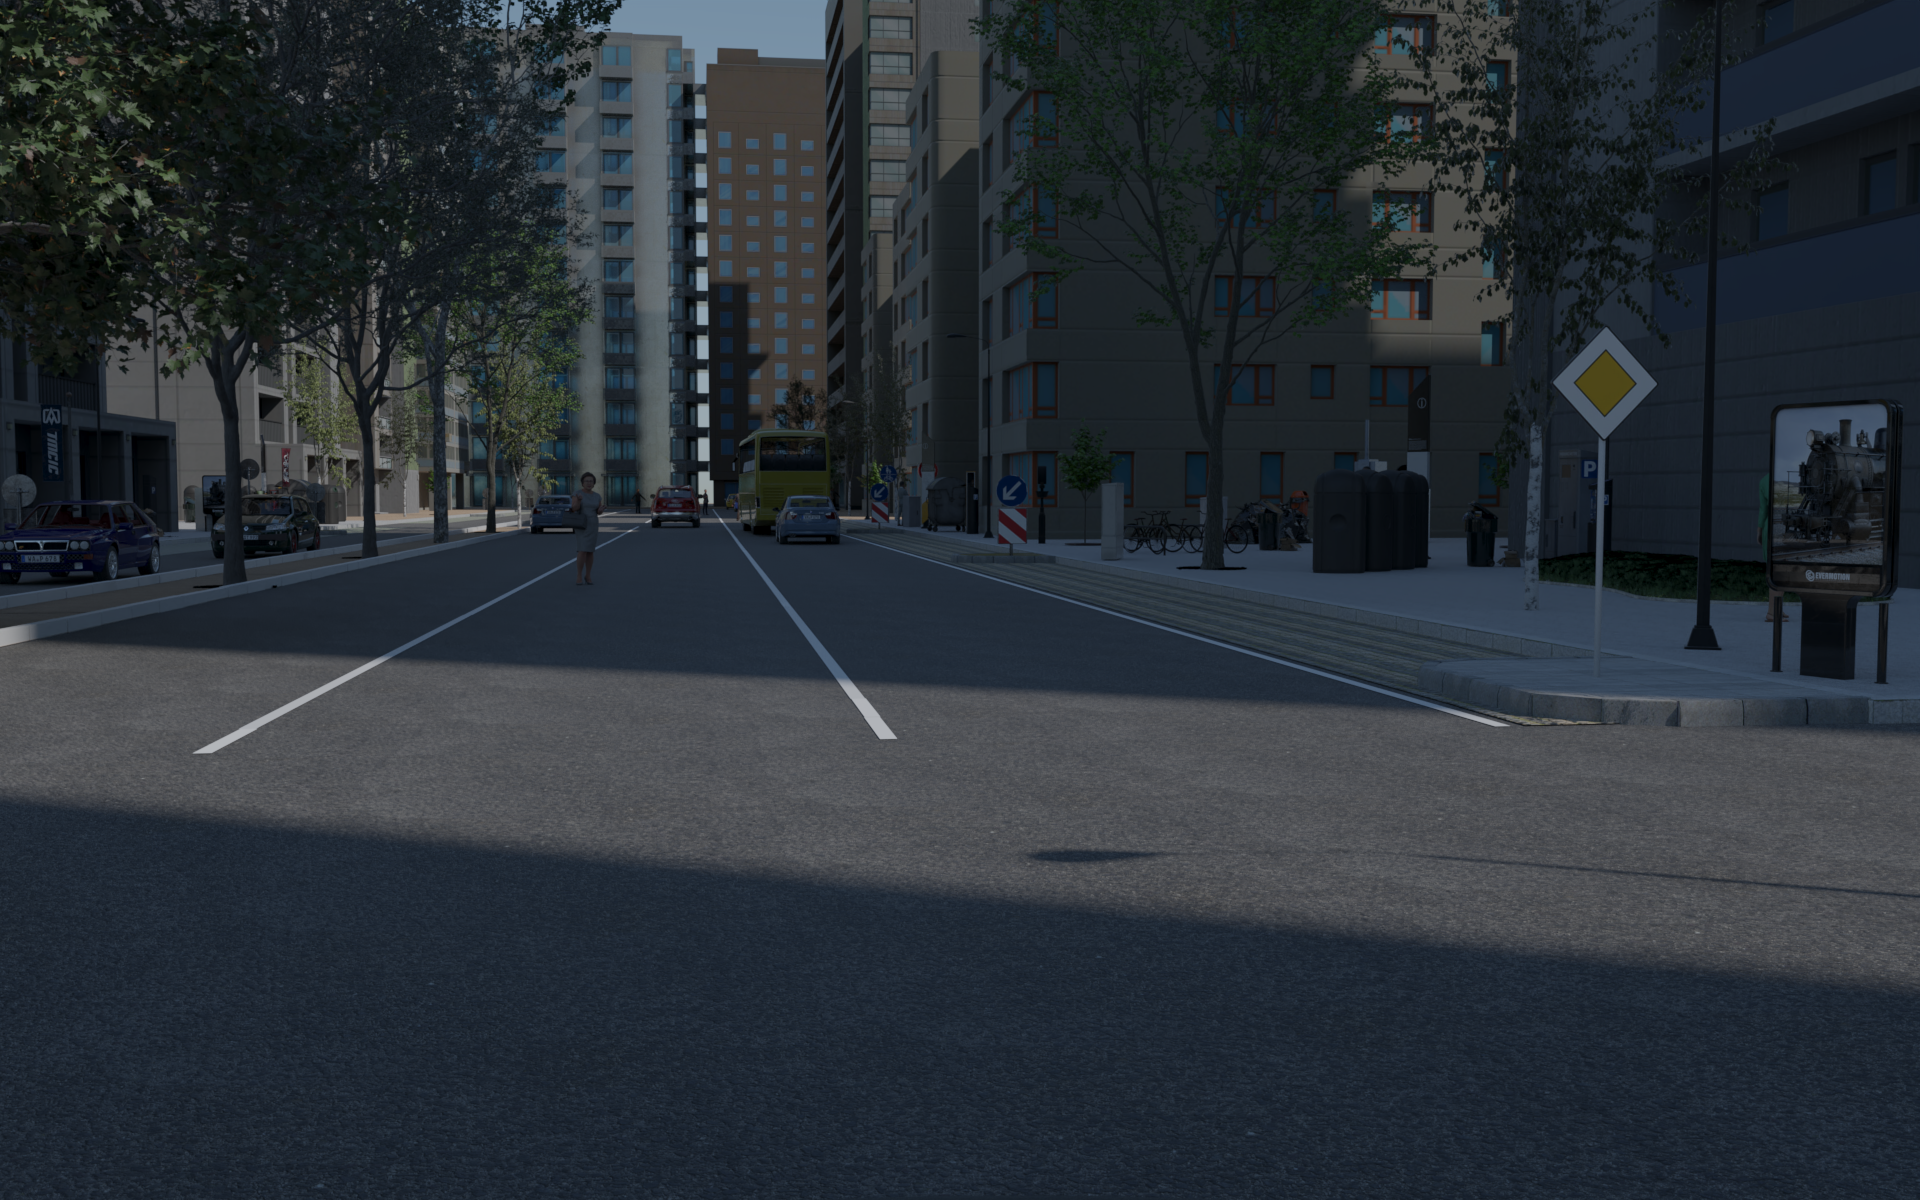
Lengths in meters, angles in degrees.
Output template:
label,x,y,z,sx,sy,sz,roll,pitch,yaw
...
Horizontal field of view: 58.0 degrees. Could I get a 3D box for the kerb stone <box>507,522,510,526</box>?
label,x,y,z,sx,sy,sz,roll,pitch,yaw
kerb stone,-20.206,-3.343,76.849,0.120,0.150,1.000,-1,4,-8

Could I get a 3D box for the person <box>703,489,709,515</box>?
label,x,y,z,sx,sy,sz,roll,pitch,yaw
person,-17.170,-6.639,117.584,0.750,1.759,0.617,3,5,45

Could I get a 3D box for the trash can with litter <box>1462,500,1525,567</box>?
label,x,y,z,sx,sy,sz,roll,pitch,yaw
trash can with litter,9.447,-1.176,30.613,1.055,1.170,0.624,0,4,7

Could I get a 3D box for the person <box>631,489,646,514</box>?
label,x,y,z,sx,sy,sz,roll,pitch,yaw
person,-23.524,-7.226,126.665,0.705,1.821,1.348,3,5,41

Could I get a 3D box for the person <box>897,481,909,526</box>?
label,x,y,z,sx,sy,sz,roll,pitch,yaw
person,-2.263,-3.865,69.420,0.511,1.800,0.466,2,4,33

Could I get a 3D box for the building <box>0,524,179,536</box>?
label,x,y,z,sx,sy,sz,roll,pitch,yaw
building,-36.028,-37.468,50.847,20.563,71.187,20.611,-1,4,-8

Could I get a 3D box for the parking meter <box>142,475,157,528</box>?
label,x,y,z,sx,sy,sz,roll,pitch,yaw
parking meter,-24.780,-2.892,52.995,0.255,1.863,0.399,0,4,4

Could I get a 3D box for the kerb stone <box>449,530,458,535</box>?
label,x,y,z,sx,sy,sz,roll,pitch,yaw
kerb stone,-17.787,-2.349,60.621,0.120,0.150,1.000,-1,4,-8

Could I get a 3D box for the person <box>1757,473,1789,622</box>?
label,x,y,z,sx,sy,sz,roll,pitch,yaw
person,8.272,-0.684,17.472,0.529,1.795,0.600,-2,4,-34

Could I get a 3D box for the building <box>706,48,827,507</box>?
label,x,y,z,sx,sy,sz,roll,pitch,yaw
building,-18.781,-32.308,178.352,14.200,45.320,14.600,-1,4,-8

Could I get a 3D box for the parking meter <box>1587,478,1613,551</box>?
label,x,y,z,sx,sy,sz,roll,pitch,yaw
parking meter,10.411,-1.210,28.189,0.372,1.533,0.369,0,3,0

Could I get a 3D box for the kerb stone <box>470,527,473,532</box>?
label,x,y,z,sx,sy,sz,roll,pitch,yaw
kerb stone,-18.389,-2.598,64.670,0.120,0.150,1.000,-1,4,-8

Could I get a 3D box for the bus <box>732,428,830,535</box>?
label,x,y,z,sx,sy,sz,roll,pitch,yaw
bus,-6.682,-4.435,64.060,2.896,3.916,12.252,-1,4,-10

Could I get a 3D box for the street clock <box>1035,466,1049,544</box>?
label,x,y,z,sx,sy,sz,roll,pitch,yaw
street clock,2.117,-2.454,44.698,0.358,2.002,0.471,0,4,3

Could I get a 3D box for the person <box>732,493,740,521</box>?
label,x,y,z,sx,sy,sz,roll,pitch,yaw
person,-11.677,-5.099,92.420,0.990,1.755,0.434,0,3,0

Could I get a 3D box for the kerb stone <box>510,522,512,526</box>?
label,x,y,z,sx,sy,sz,roll,pitch,yaw
kerb stone,-20.356,-3.399,77.861,0.120,0.150,1.000,-1,4,-8

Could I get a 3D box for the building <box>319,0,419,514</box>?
label,x,y,z,sx,sy,sz,roll,pitch,yaw
building,-42.878,-26.036,109.289,14.154,41.232,14.086,-1,4,-8

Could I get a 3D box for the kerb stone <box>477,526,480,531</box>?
label,x,y,z,sx,sy,sz,roll,pitch,yaw
kerb stone,-18.692,-2.722,66.692,0.120,0.150,1.000,-1,4,-8

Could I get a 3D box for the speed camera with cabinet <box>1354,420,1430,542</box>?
label,x,y,z,sx,sy,sz,roll,pitch,yaw
speed camera with cabinet,11.418,-3.145,45.753,0.660,3.252,2.038,-3,5,-40

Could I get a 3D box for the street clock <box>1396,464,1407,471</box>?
label,x,y,z,sx,sy,sz,roll,pitch,yaw
street clock,10.910,-2.317,42.451,0.471,2.002,0.358,0,4,6

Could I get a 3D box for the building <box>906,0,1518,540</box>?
label,x,y,z,sx,sy,sz,roll,pitch,yaw
building,13.410,-13.416,64.391,27.650,21.520,28.899,-1,4,-8

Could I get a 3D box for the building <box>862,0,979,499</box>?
label,x,y,z,sx,sy,sz,roll,pitch,yaw
building,-0.518,-27.407,131.701,14.154,41.232,14.086,-1,4,-8

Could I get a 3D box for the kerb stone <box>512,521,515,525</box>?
label,x,y,z,sx,sy,sz,roll,pitch,yaw
kerb stone,-20.506,-3.464,78.872,0.120,0.150,1.000,-1,4,-8

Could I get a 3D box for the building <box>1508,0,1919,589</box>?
label,x,y,z,sx,sy,sz,roll,pitch,yaw
building,26.275,-29.658,26.911,28.212,58.520,21.231,-1,4,-8

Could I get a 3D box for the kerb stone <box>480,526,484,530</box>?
label,x,y,z,sx,sy,sz,roll,pitch,yaw
kerb stone,-18.840,-2.781,67.719,0.120,0.150,1.000,-1,4,-8

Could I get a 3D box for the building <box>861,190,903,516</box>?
label,x,y,z,sx,sy,sz,roll,pitch,yaw
building,8.763,-16.309,111.684,27.650,21.520,28.899,-1,4,-8

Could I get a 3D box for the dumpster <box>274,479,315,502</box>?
label,x,y,z,sx,sy,sz,roll,pitch,yaw
dumpster,-25.931,-3.778,67.535,1.264,1.857,1.865,-1,4,-9

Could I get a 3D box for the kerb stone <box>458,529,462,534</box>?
label,x,y,z,sx,sy,sz,roll,pitch,yaw
kerb stone,-17.936,-2.412,61.633,0.120,0.150,1.000,-1,4,-8

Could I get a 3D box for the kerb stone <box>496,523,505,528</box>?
label,x,y,z,sx,sy,sz,roll,pitch,yaw
kerb stone,-19.905,-3.219,74.819,0.120,0.150,1.000,-1,4,-8

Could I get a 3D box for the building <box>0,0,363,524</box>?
label,x,y,z,sx,sy,sz,roll,pitch,yaw
building,-43.486,-39.910,90.777,20.563,71.187,20.611,-1,4,-8

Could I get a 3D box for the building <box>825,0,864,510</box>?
label,x,y,z,sx,sy,sz,roll,pitch,yaw
building,-0.171,-32.172,149.719,21.300,48.544,21.600,-1,4,-8

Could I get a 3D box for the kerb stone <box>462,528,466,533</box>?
label,x,y,z,sx,sy,sz,roll,pitch,yaw
kerb stone,-18.094,-2.473,62.643,0.120,0.150,1.000,-1,4,-8

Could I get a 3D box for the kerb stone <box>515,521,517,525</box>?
label,x,y,z,sx,sy,sz,roll,pitch,yaw
kerb stone,-20.656,-3.529,79.888,0.120,0.150,1.000,-1,4,-8

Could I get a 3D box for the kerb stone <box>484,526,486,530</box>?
label,x,y,z,sx,sy,sz,roll,pitch,yaw
kerb stone,-18.991,-2.846,68.735,0.120,0.150,1.000,-1,4,-8

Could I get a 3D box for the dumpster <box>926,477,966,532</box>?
label,x,y,z,sx,sy,sz,roll,pitch,yaw
dumpster,-0.433,-3.257,59.003,1.264,1.857,1.865,-1,4,-8

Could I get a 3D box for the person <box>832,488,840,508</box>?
label,x,y,z,sx,sy,sz,roll,pitch,yaw
person,-10.424,-8.343,142.579,1.348,1.807,0.705,-2,4,-29

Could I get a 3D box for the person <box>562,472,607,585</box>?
label,x,y,z,sx,sy,sz,roll,pitch,yaw
person,-5.922,-1.128,27.295,0.716,1.782,0.532,-3,4,-36

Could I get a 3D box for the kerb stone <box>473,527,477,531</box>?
label,x,y,z,sx,sy,sz,roll,pitch,yaw
kerb stone,-18.541,-2.660,65.681,0.120,0.150,1.000,-1,4,-8

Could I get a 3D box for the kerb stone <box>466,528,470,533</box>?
label,x,y,z,sx,sy,sz,roll,pitch,yaw
kerb stone,-18.237,-2.536,63.659,0.120,0.150,1.000,-1,4,-8

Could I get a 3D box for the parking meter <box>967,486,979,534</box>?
label,x,y,z,sx,sy,sz,roll,pitch,yaw
parking meter,0.412,-2.880,55.498,0.372,1.533,0.369,0,3,0

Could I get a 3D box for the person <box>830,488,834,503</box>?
label,x,y,z,sx,sy,sz,roll,pitch,yaw
person,-9.826,-7.727,132.375,0.705,1.824,1.348,0,4,0

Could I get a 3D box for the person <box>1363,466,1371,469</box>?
label,x,y,z,sx,sy,sz,roll,pitch,yaw
person,7.525,-1.601,32.398,0.721,1.800,0.419,-1,4,-13

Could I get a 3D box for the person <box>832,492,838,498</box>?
label,x,y,z,sx,sy,sz,roll,pitch,yaw
person,-10.251,-7.995,137.474,1.217,1.735,0.721,0,4,8

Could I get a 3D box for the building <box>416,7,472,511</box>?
label,x,y,z,sx,sy,sz,roll,pitch,yaw
building,-51.843,-27.217,136.879,23.993,40.220,32.217,-1,4,-8

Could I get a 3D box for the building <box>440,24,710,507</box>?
label,x,y,z,sx,sy,sz,roll,pitch,yaw
building,-41.574,-34.256,179.700,30.456,49.044,23.786,-1,4,-8

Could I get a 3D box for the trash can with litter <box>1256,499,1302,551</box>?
label,x,y,z,sx,sy,sz,roll,pitch,yaw
trash can with litter,7.254,-1.707,39.290,1.055,1.170,0.624,3,5,39

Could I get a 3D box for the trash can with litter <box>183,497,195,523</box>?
label,x,y,z,sx,sy,sz,roll,pitch,yaw
trash can with litter,-33.982,-4.012,76.975,1.055,1.170,0.624,1,4,15

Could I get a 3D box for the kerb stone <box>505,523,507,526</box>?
label,x,y,z,sx,sy,sz,roll,pitch,yaw
kerb stone,-20.061,-3.281,75.835,0.120,0.150,1.000,-1,4,-8
